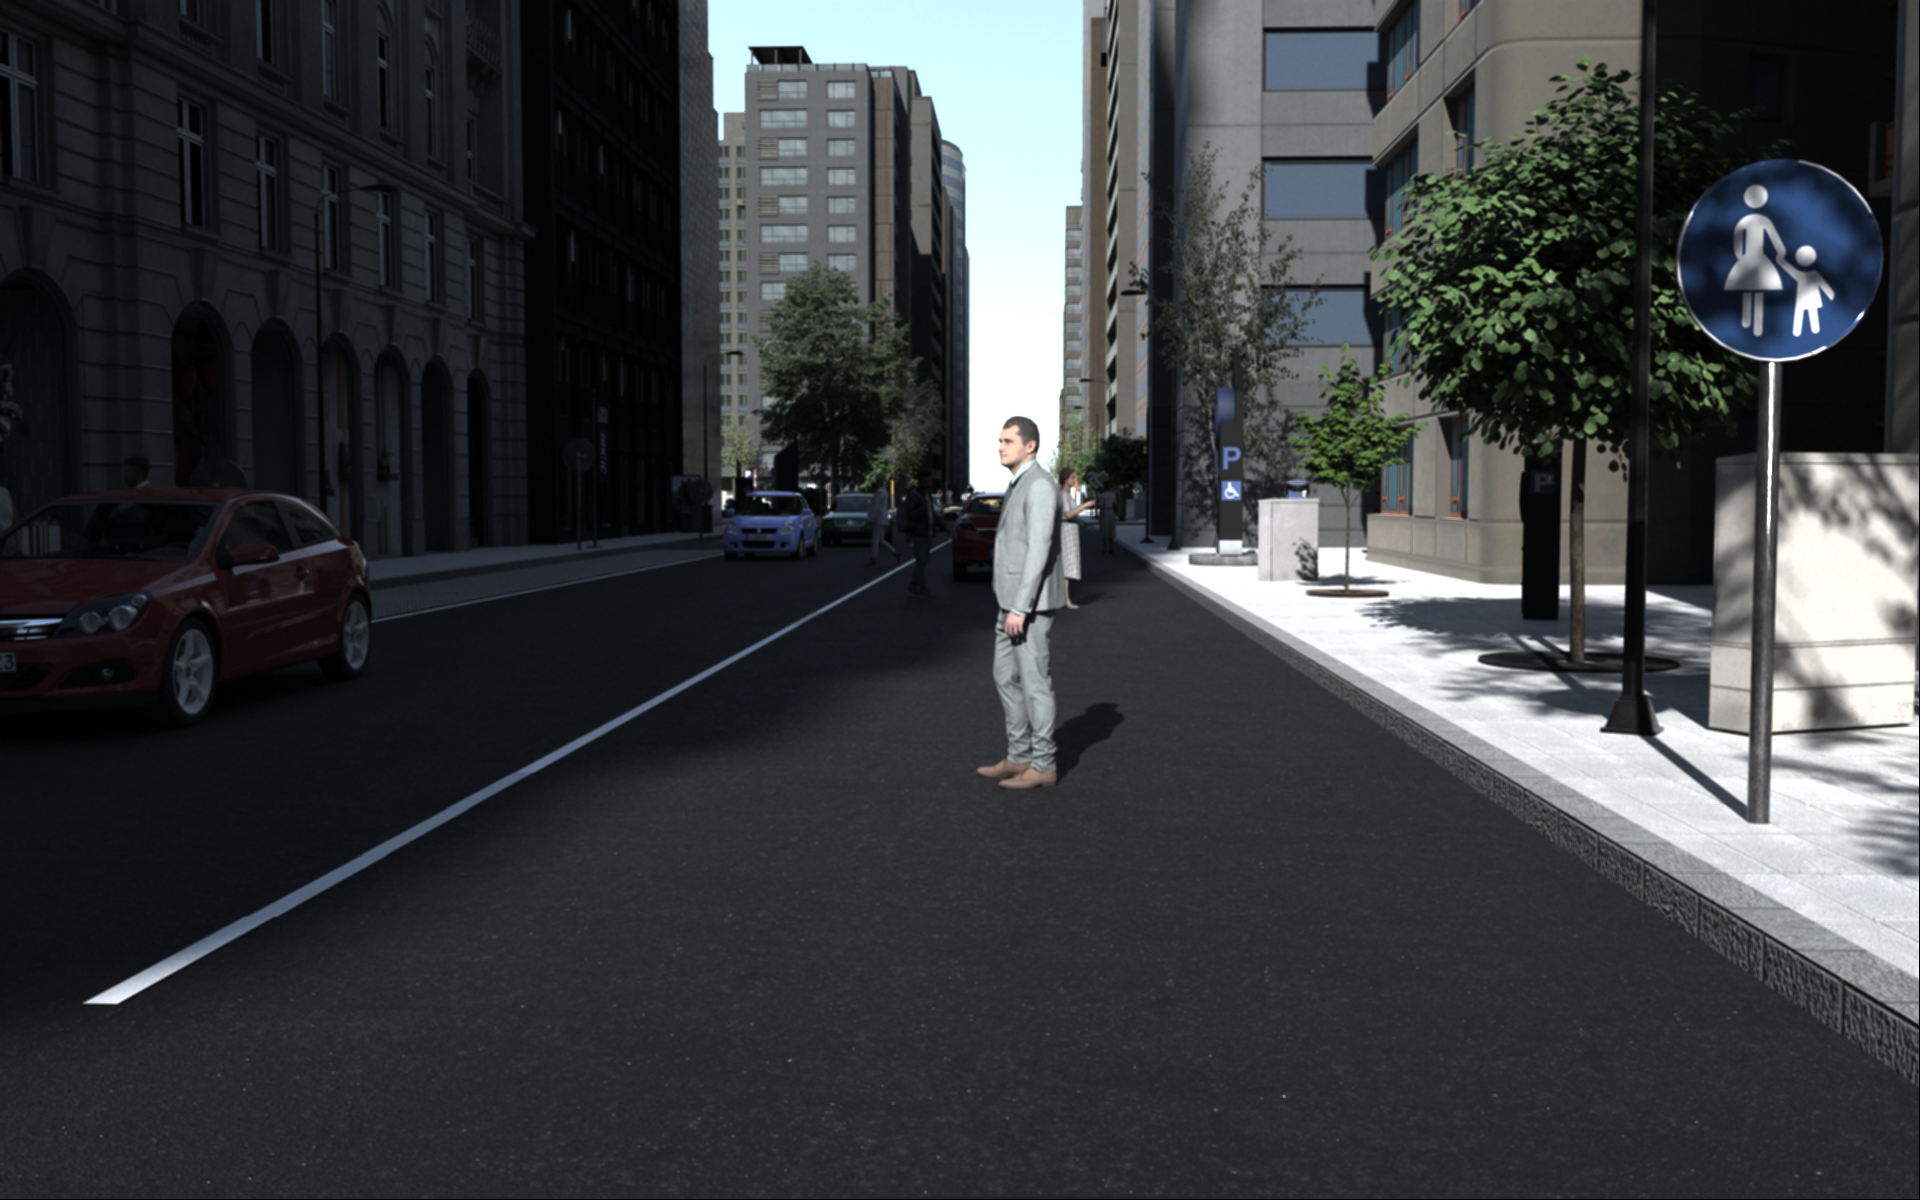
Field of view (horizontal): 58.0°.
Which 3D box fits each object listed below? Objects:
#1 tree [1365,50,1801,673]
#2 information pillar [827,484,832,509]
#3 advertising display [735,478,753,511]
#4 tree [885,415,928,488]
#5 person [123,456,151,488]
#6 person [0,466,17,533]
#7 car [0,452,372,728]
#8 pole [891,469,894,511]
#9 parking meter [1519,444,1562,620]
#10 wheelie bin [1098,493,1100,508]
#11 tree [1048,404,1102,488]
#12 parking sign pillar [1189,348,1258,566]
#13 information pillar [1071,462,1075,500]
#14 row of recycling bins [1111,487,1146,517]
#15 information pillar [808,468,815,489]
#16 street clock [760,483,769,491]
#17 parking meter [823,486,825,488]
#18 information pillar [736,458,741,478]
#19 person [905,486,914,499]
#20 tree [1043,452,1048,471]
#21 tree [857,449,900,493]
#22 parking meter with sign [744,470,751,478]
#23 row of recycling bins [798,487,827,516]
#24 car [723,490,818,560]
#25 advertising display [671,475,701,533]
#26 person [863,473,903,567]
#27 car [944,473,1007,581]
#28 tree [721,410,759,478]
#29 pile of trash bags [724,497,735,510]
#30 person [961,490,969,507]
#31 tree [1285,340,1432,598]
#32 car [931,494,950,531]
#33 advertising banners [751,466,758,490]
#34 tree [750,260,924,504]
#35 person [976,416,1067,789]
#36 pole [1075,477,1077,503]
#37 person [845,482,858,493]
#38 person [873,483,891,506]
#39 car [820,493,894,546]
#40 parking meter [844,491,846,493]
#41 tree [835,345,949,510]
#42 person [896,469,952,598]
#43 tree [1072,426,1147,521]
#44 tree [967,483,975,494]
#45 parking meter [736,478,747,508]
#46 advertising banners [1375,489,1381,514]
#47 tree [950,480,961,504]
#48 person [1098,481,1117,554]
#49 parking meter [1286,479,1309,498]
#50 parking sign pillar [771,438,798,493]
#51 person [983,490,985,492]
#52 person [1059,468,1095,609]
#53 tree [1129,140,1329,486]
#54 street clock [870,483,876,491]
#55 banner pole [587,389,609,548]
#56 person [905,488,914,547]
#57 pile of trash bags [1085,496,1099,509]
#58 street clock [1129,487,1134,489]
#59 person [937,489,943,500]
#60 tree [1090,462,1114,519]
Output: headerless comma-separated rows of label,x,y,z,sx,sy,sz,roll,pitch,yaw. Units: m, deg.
tree,4.753,-1.789,12.967,4.285,4.588,4.351,0,3,0
information pillar,-9.042,-7.111,120.760,0.304,2.012,0.304,-2,4,-34
advertising display,-8.589,-3.896,68.905,0.974,1.923,0.123,3,5,42
tree,-4.611,-12.318,151.753,4.737,8.622,4.395,0,3,0
person,-7.677,-0.465,16.369,0.850,1.792,0.678,-2,4,-27
person,-7.631,-0.274,13.459,0.515,1.767,0.782,1,4,12
car,-5.581,-0.180,11.978,2.155,1.783,4.494,0,4,1
pole,-5.053,-8.304,129.612,0.158,3.312,0.155,0,3,0
parking meter,5.924,-0.734,17.704,0.399,1.863,0.255,1,4,17
wheelie bin,9.844,-6.772,118.634,0.693,1.594,0.980,2,4,30
tree,9.837,-11.671,141.177,4.737,8.622,4.395,0,3,0
parking sign pillar,4.899,-2.629,31.453,1.447,3.967,1.447,0,4,6
information pillar,8.159,-8.189,125.251,0.183,3.616,0.504,-2,4,-24
row of recycling bins,11.277,-6.121,107.190,3.534,1.692,1.069,0,4,3
information pillar,-12.494,-9.508,146.815,0.504,3.616,0.183,-2,4,-25
street clock,-13.070,-6.734,114.663,0.358,2.002,0.471,0,4,7
parking meter,-8.879,-6.467,111.439,0.399,1.863,0.255,0,4,2
information pillar,-14.544,-7.493,113.860,0.183,3.616,0.504,1,4,21
person,-2.541,-4.949,89.264,0.661,1.843,0.795,-2,4,-31
tree,13.500,-17.569,237.614,4.737,8.622,4.395,0,3,0
tree,-5.854,-8.191,117.633,4.285,4.588,4.351,0,3,0
parking meter with sign,-16.117,-8.083,128.410,0.543,3.016,1.738,-2,4,-35
row of recycling bins,-9.158,-5.780,101.615,1.069,1.692,3.534,3,5,42
car,-4.216,-1.785,38.772,1.945,1.707,3.694,0,4,3
advertising display,-9.043,-3.177,57.151,0.974,1.923,0.123,0,4,-4
person,-1.524,-1.583,34.265,0.818,1.842,0.514,-1,4,-10
car,0.783,-1.285,30.056,2.155,1.783,4.494,0,4,1
tree,-19.258,-12.250,150.646,4.737,8.622,4.395,0,3,0
pile of trash bags,-11.494,-5.266,95.846,3.447,1.369,1.912,0,4,4
person,0.360,-6.204,110.771,0.563,1.720,0.643,0,4,7
tree,4.867,-1.675,21.982,1.663,3.219,1.824,0,3,0
car,-1.387,-3.527,67.885,2.015,1.641,3.980,0,4,1
advertising banners,-12.320,-6.892,108.867,0.090,3.025,2.074,3,5,43
tree,-6.765,-11.464,94.097,9.857,13.997,8.962,0,3,0
person,0.330,0.005,8.511,0.391,1.810,0.635,-1,4,-11
pole,7.950,-7.642,118.788,0.158,3.312,0.155,0,3,0
person,-3.683,-3.127,59.498,0.514,1.842,0.818,-2,4,-23
person,-2.556,-2.885,55.851,0.592,1.802,0.473,3,5,44
car,-2.898,-2.473,49.232,1.959,1.807,4.718,0,4,2
parking meter,-8.206,-7.140,125.143,0.372,1.533,0.369,0,3,0
tree,-5.479,-13.976,138.880,12.009,13.543,11.850,0,3,0
person,-0.521,-0.921,23.910,0.721,1.781,0.623,1,4,15
tree,7.968,-6.133,83.983,4.285,4.588,4.351,0,3,0
tree,1.740,-17.986,288.664,1.663,3.219,1.824,0,3,0
parking meter,-7.869,-3.470,62.453,0.255,1.863,0.399,1,4,17
advertising banners,28.092,-7.276,115.143,0.090,3.025,2.074,2,4,31
tree,-0.935,-14.463,231.064,1.663,3.219,1.824,0,3,0
person,3.536,-2.002,41.796,0.480,1.755,0.524,-1,4,-22
parking meter,5.548,-1.228,28.486,0.372,1.533,0.369,0,3,0
parking sign pillar,-8.414,-5.793,83.195,1.447,3.967,1.447,-3,5,-40
person,2.449,-10.447,179.322,0.705,1.822,1.348,2,4,29
person,1.441,-0.773,21.710,0.524,1.755,0.480,0,4,6
tree,5.497,-5.248,36.170,4.360,8.622,3.978,0,3,0
street clock,-5.614,-6.650,113.296,0.471,2.002,0.358,3,5,45
banner pole,-8.649,-3.154,41.577,0.401,3.779,0.863,1,4,23
person,-1.378,-2.244,46.997,0.330,1.601,0.589,0,4,7
pile of trash bags,10.601,-8.498,148.694,1.912,1.369,3.447,-1,4,-21
street clock,12.508,-7.469,126.688,0.471,2.002,0.358,0,4,-2
person,-1.703,-8.475,147.042,0.580,1.828,0.573,1,4,16
tree,7.421,-5.803,89.473,1.663,3.219,1.824,0,3,0
